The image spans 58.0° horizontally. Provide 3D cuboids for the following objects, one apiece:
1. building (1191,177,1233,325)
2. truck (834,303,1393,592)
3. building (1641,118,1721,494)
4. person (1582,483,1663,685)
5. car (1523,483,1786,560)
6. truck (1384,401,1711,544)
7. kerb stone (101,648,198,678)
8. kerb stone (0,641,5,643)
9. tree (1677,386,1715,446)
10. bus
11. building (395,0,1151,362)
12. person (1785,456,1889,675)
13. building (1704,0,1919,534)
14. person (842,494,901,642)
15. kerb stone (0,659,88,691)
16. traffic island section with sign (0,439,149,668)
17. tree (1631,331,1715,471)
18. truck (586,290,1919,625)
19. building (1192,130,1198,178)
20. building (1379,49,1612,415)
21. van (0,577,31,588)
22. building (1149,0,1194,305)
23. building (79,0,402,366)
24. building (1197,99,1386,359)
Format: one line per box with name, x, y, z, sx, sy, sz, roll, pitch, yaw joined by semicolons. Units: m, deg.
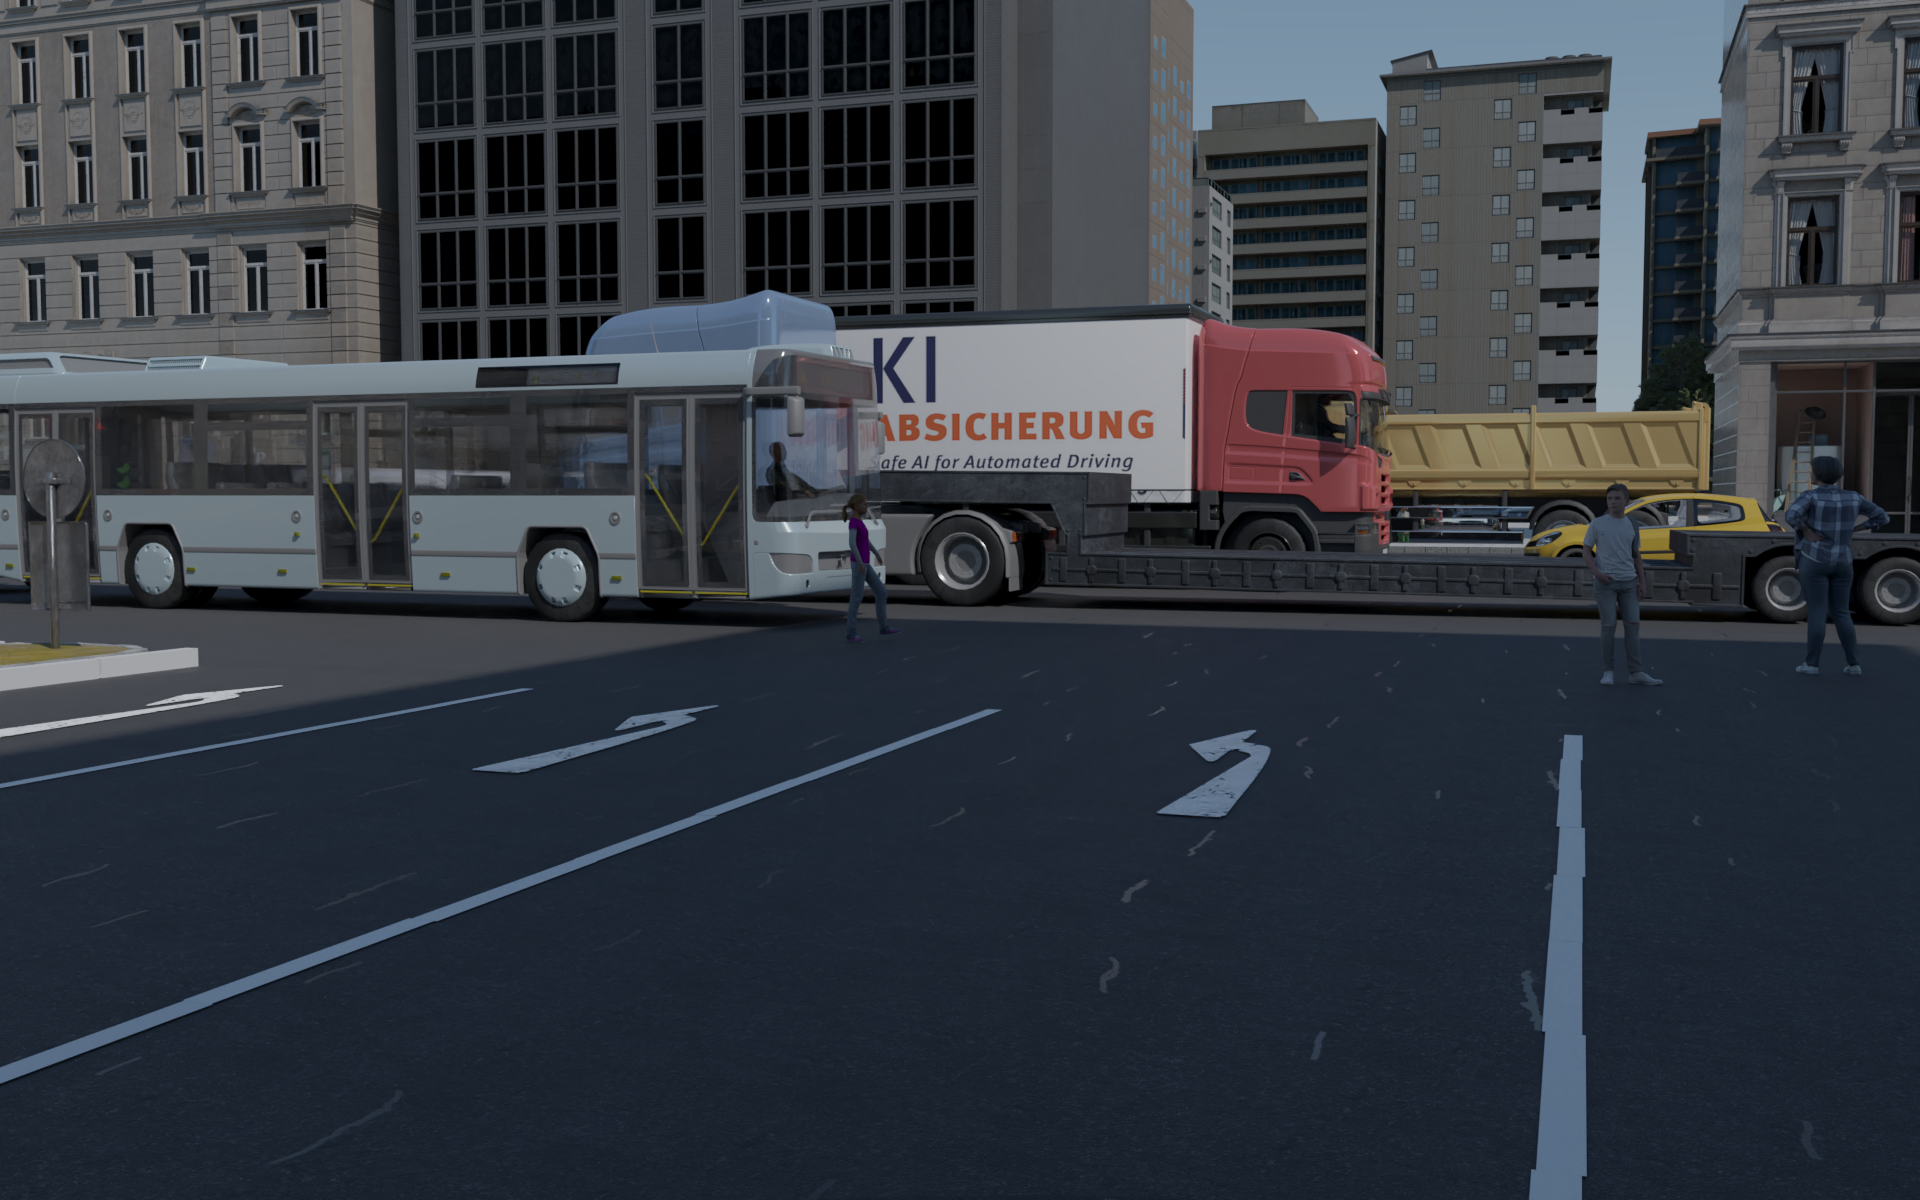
building;17.835;-23.884;162.205;14.107;30.474;14.160;1;4;20
truck;1.670;-2.351;27.357;11.283;4.237;2.839;1;4;20
building;91.775;-33.276;198.694;28.867;44.769;22.147;1;4;20
person;4.981;-0.119;13.047;0.503;1.515;0.523;-2;4;-32
car;11.161;-1.079;27.872;3.980;1.641;2.015;1;4;18
truck;9.615;-2.376;34.768;9.791;3.379;3.469;1;4;18
kerb stone;-6.566;0.503;13.965;0.120;0.150;1.000;1;4;20
kerb stone;-8.551;0.462;14.648;0.120;0.150;1.000;1;4;20
tree;49.332;-10.184;116.877;4.737;8.622;4.395;0;3;0
bus;-6.620;-1.622;21.383;13.247;3.499;2.948;1;4;22
building;-6.538;-16.390;61.483;24.014;27.812;14.314;1;4;20
person;6.887;-0.276;13.737;0.841;1.734;0.376;0;3;0
building;22.897;-12.071;48.266;40.483;20.767;10.553;1;4;20
person;-0.822;-0.312;16.835;0.776;1.435;0.726;0;4;8
kerb stone;-6.910;0.563;12.991;0.120;0.150;1.000;1;4;20
traffic island section with sign;-7.709;-0.347;13.812;2.006;1.907;1.989;1;4;20
tree;55.820;-13.905;134.766;7.806;13.903;7.818;0;3;0
truck;3.326;-1.973;22.019;18.799;4.110;2.967;1;4;18
building;17.687;-37.072;225.731;30.456;49.044;23.786;1;4;20
building;66.426;-38.042;211.227;27.495;52.752;28.713;1;4;20
van;-15.353;-1.157;25.927;4.112;2.044;2.013;1;4;19
building;11.409;-30.407;147.267;14.600;45.320;14.200;1;4;20
building;-30.152;-16.583;68.389;25.104;27.353;12.463;1;4;20
building;42.099;-36.240;216.224;21.600;48.544;21.300;1;4;20
